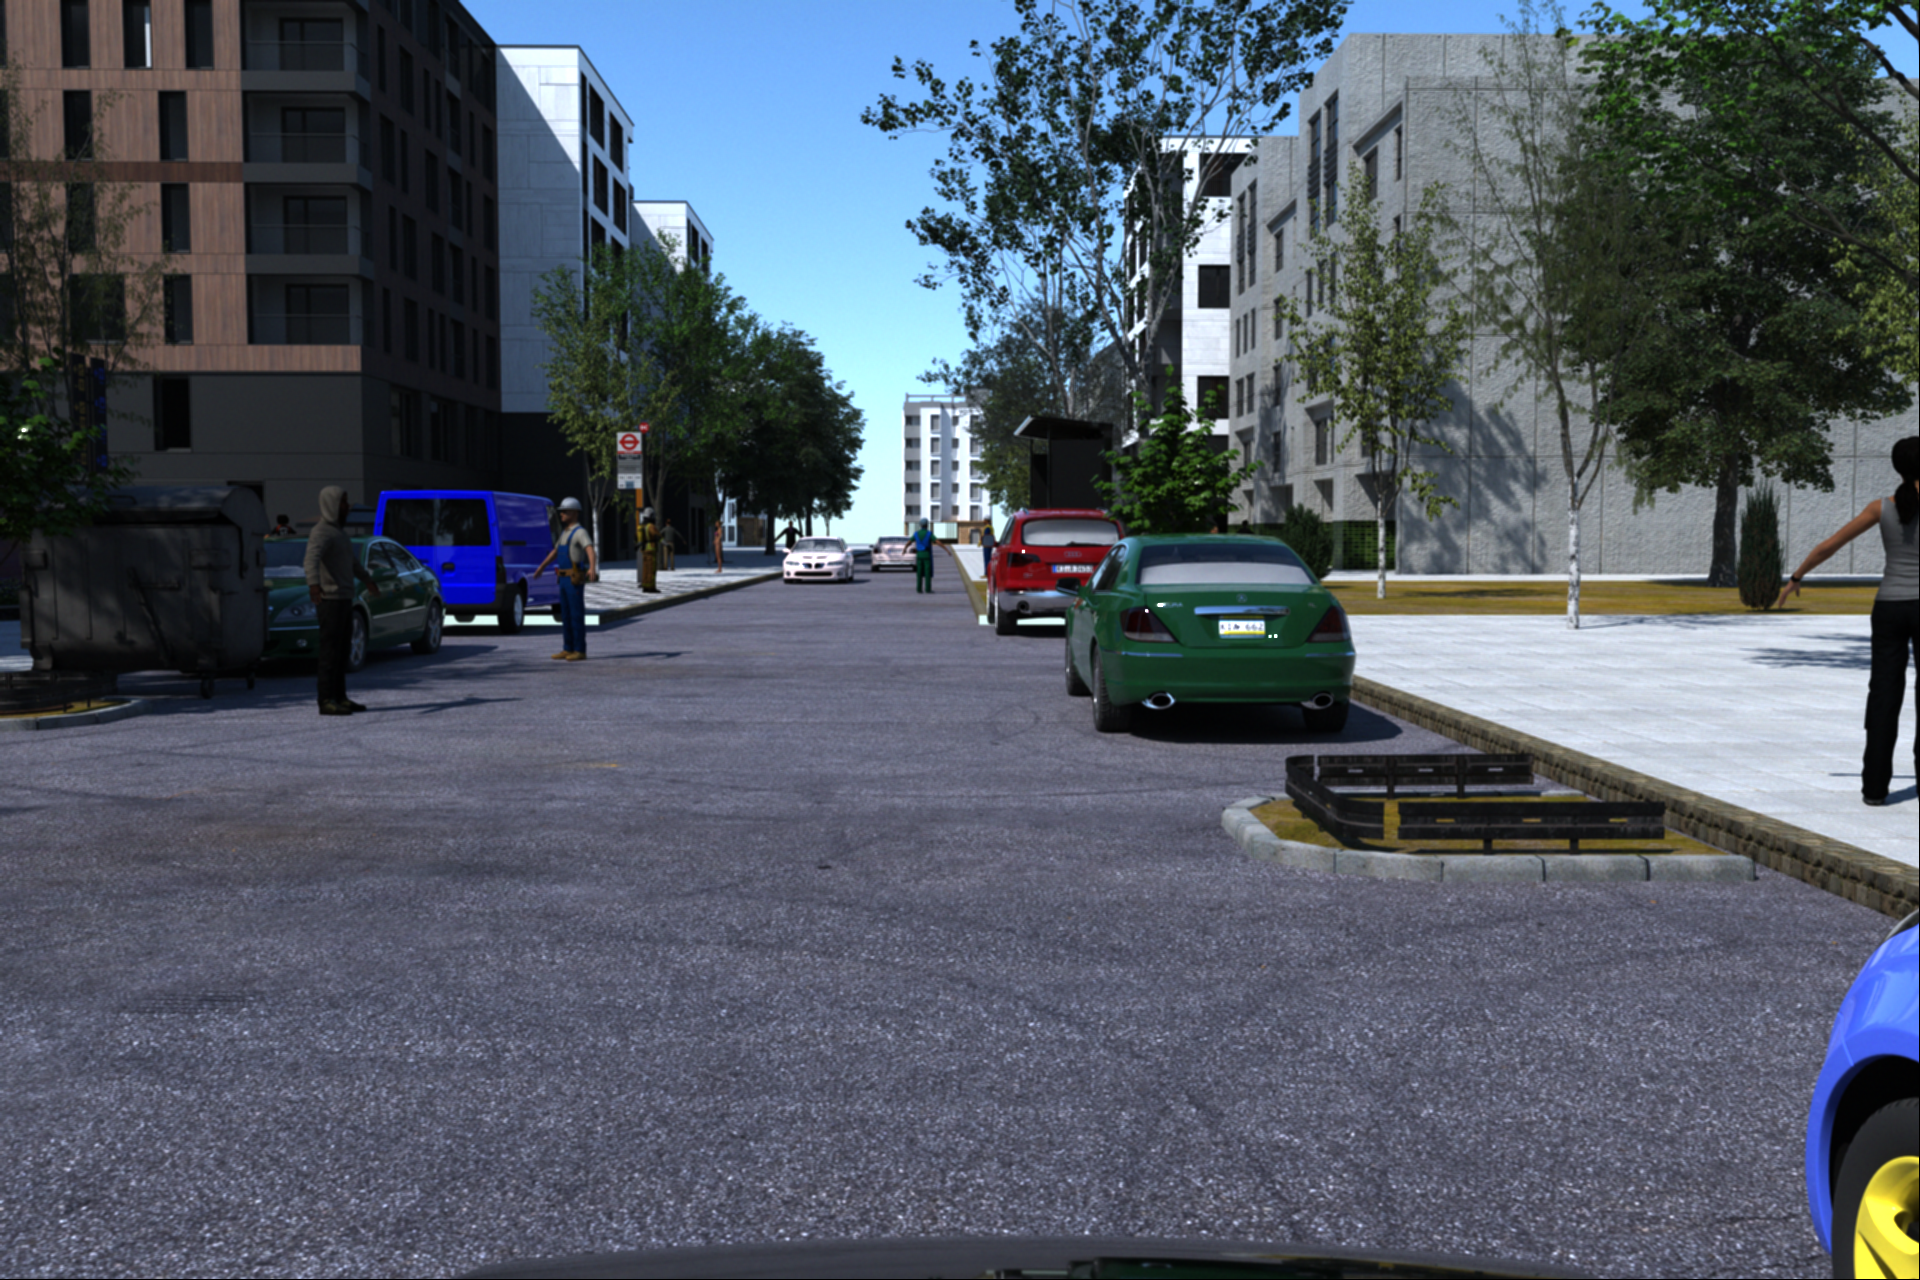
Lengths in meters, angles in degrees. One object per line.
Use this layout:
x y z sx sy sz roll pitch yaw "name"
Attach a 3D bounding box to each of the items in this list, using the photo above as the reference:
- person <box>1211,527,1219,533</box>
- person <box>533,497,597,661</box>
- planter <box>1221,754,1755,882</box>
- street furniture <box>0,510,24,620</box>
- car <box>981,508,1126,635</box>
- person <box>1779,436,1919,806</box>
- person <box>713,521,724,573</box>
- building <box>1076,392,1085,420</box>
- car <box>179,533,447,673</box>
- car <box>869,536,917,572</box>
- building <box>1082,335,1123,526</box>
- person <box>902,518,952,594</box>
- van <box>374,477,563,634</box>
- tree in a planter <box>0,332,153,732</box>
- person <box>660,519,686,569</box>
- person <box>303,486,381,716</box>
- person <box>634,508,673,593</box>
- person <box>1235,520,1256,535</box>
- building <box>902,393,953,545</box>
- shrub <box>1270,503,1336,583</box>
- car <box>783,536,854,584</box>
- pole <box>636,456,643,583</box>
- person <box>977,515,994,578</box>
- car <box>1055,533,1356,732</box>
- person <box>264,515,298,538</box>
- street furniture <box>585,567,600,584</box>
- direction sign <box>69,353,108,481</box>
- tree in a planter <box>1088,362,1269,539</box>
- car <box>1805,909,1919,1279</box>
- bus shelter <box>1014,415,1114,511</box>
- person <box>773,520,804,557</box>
4.717 -1.390 31.994 0.991 1.433 0.599 0 4 -6 "person"
-4.442 -0.697 19.716 0.705 1.847 1.347 -3 5 -41 "person"
2.280 0.796 8.125 1.991 0.319 1.994 0 4 -1 "planter"
-16.470 -1.245 27.217 11.010 1.723 9.812 2 4 25 "street furniture"
1.476 -1.063 26.058 2.281 1.827 5.304 0 4 -1 "car"
4.498 -0.083 8.161 1.217 1.737 0.721 3 5 40 "person"
-8.097 -3.106 57.592 0.721 1.733 1.217 -1 4 -13 "person"
22.003 -22.015 190.877 19.493 23.208 18.063 0 3 0 "building"
-7.160 -0.461 19.340 2.131 1.459 4.920 0 4 -1 "car"
-2.468 -3.317 66.587 2.083 1.381 4.827 0 4 -2 "car"
21.089 -19.754 153.901 19.493 23.208 18.063 0 4 -1 "building"
-0.840 -2.027 41.717 1.347 1.817 0.704 2 4 29 "person"
-7.279 -1.354 26.521 2.240 2.365 5.245 0 4 -1 "van"
-7.479 -0.986 13.342 1.991 3.239 1.994 0 4 0 "tree in a planter"
-10.218 -3.329 60.701 1.348 1.796 0.705 -2 4 -28 "person"
-4.959 -0.320 13.819 0.705 1.813 1.348 0 4 1 "person"
-6.743 -1.956 37.746 0.705 1.858 1.354 -3 5 -44 "person"
9.327 -3.043 56.476 1.216 1.740 0.721 2 4 28 "person"
-7.140 -22.312 223.677 11.380 20.090 16.016 0 4 2 "building"
8.041 -2.263 41.035 1.661 2.075 1.752 0 3 0 "shrub"
-4.166 -2.391 51.448 2.083 1.381 4.827 0 4 0 "car"
-8.345 -3.138 45.156 0.158 3.312 0.155 0 3 0 "pole"
0.774 -2.719 50.418 0.705 1.833 1.349 1 4 14 "person"
1.873 -0.133 13.971 2.131 1.459 4.920 0 4 -1 "car"
-18.985 -2.595 48.569 1.345 1.843 0.704 -2 4 -32 "person"
-14.342 -1.717 43.696 10.072 0.657 5.734 0 4 -5 "street furniture"
-11.100 -1.844 22.140 0.379 3.537 0.876 0 4 -1 "direction sign"
2.237 -1.273 18.042 1.991 3.239 1.994 0 4 -1 "tree in a planter"
2.275 0.498 1.449 1.945 1.707 3.694 0 4 -1 "car"
2.182 -2.811 37.240 1.731 3.624 6.357 0 4 -1 "bus shelter"
-6.392 -3.627 65.529 1.346 1.802 0.704 -1 4 -11 "person"
